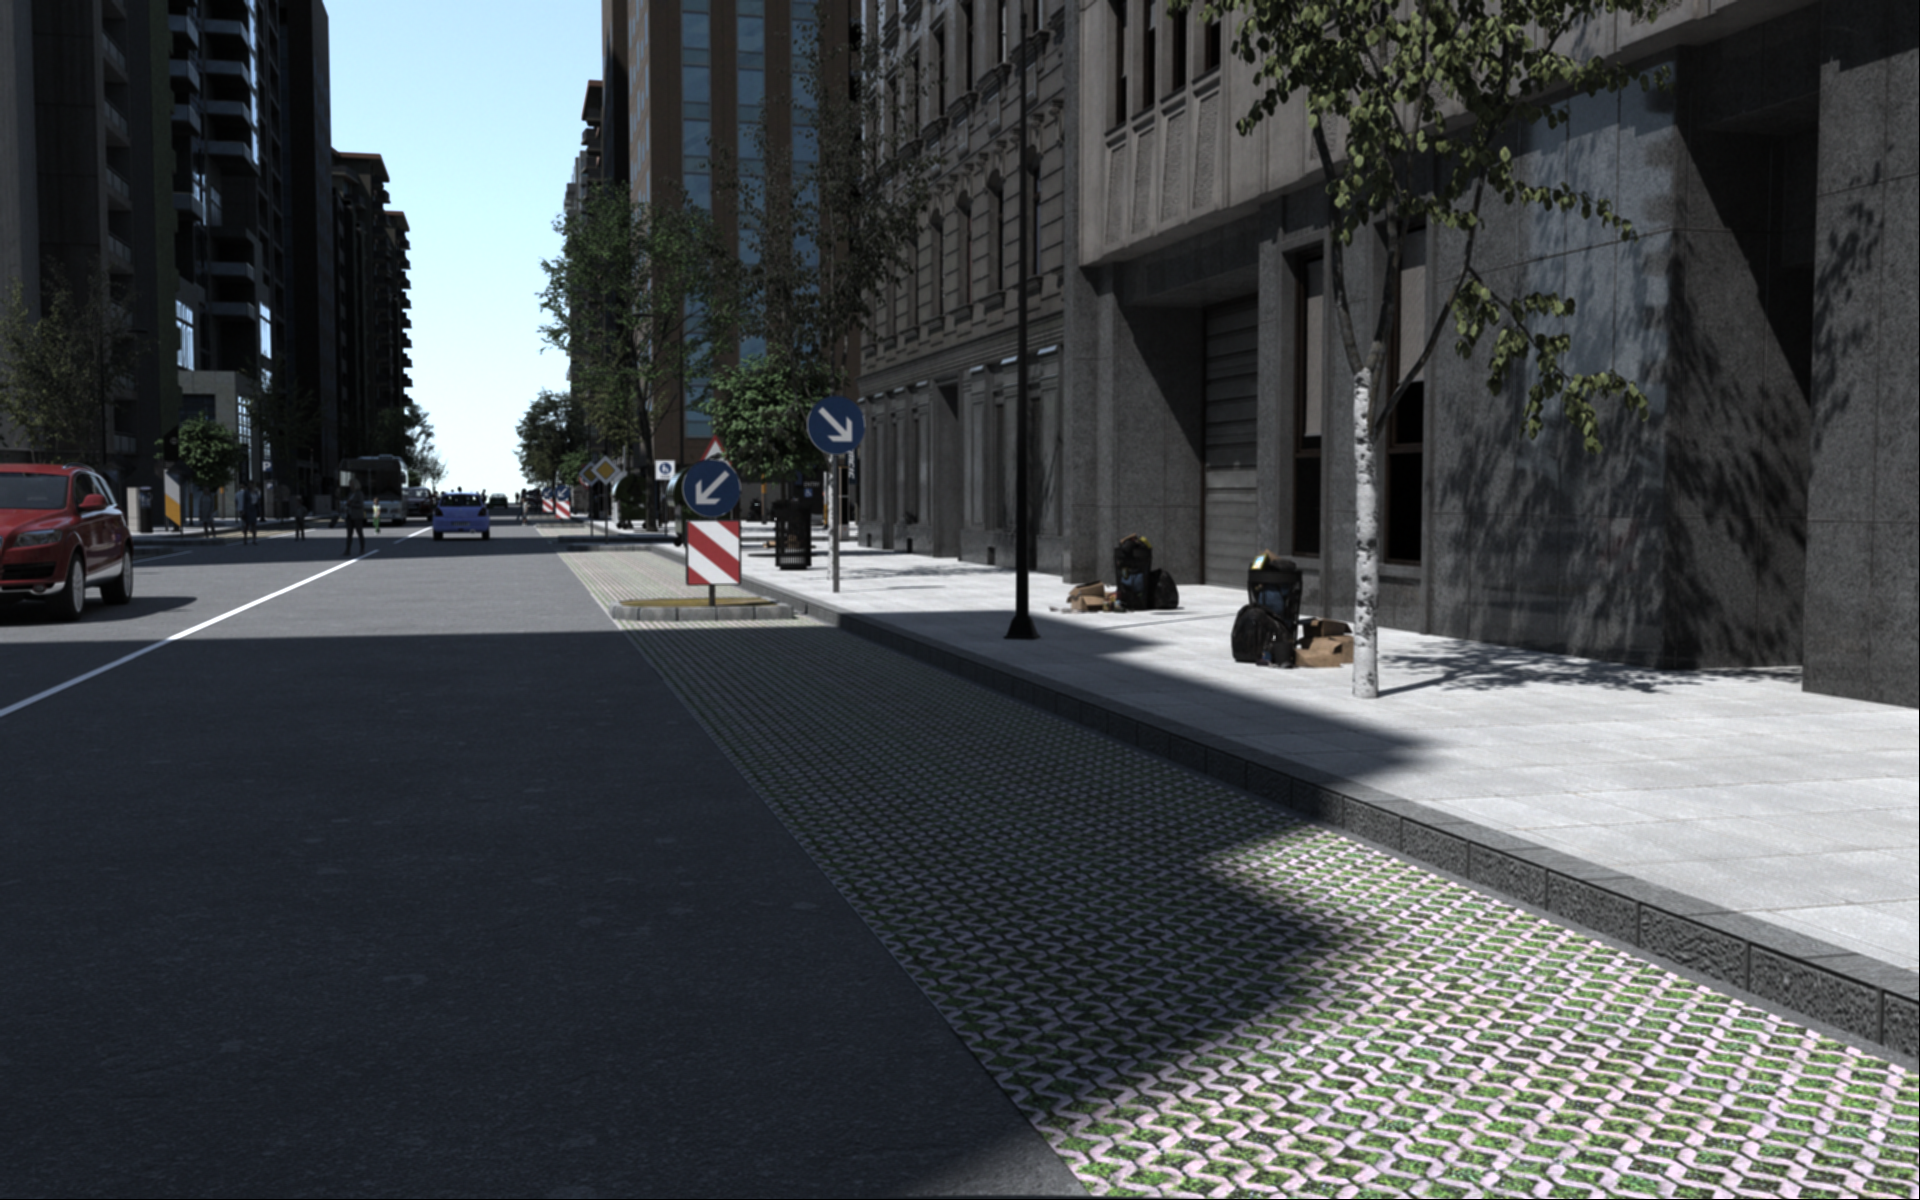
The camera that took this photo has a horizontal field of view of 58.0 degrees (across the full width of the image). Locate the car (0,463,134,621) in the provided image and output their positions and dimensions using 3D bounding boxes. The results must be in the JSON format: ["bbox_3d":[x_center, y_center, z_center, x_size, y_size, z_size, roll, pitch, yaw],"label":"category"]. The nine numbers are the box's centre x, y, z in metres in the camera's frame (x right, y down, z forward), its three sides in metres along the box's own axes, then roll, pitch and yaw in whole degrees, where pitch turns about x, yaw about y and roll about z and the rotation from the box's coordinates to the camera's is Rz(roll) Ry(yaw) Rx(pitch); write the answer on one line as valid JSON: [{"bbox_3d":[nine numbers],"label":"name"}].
[{"bbox_3d":[-11.403,-0.747,20.882,2.281,1.827,5.304,-1,4,-16],"label":"car"}]

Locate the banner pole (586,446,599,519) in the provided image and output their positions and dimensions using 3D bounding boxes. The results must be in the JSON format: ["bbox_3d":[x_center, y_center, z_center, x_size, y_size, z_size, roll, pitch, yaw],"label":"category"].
[{"bbox_3d":[-19.177,-6.148,90.542,0.863,3.779,0.401,2,4,30],"label":"banner pole"}]

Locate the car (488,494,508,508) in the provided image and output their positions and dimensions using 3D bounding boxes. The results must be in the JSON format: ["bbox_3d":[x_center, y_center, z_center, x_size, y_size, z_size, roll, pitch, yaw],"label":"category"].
[{"bbox_3d":[-46.201,-10.064,173.334,1.959,1.807,4.718,-1,4,-15],"label":"car"}]

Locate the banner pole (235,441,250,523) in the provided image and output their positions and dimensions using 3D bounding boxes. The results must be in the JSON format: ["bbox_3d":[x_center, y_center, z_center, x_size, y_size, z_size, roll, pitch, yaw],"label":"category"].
[{"bbox_3d":[-31.411,-5.238,75.650,0.863,3.779,0.401,0,4,4],"label":"banner pole"}]

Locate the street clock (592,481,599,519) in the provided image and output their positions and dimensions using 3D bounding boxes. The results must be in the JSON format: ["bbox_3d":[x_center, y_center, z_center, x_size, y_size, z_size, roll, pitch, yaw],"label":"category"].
[{"bbox_3d":[-18.709,-5.150,88.777,0.358,2.002,0.471,2,4,28],"label":"street clock"}]

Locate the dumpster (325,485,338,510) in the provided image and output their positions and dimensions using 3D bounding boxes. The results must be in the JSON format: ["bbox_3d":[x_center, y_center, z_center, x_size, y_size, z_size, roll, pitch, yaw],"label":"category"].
[{"bbox_3d":[-41.508,-6.685,115.062,1.264,1.857,1.865,-1,4,-14],"label":"dumpster"}]

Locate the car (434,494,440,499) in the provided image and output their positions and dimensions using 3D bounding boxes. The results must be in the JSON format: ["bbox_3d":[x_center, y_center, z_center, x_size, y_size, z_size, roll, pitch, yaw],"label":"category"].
[{"bbox_3d":[-65.157,-12.513,214.815,2.015,1.641,3.980,-1,4,-14],"label":"car"}]

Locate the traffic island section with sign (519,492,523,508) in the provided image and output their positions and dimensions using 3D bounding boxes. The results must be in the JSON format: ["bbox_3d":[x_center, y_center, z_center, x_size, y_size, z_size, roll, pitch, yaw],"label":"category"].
[{"bbox_3d":[-36.563,-8.549,148.402,1.989,1.847,2.006,-1,4,-15],"label":"traffic island section with sign"}]

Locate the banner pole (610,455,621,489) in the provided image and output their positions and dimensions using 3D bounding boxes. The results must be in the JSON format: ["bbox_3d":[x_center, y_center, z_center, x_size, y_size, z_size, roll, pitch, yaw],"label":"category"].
[{"bbox_3d":[-20.753,-7.017,104.742,0.863,3.779,0.401,-1,4,-11],"label":"banner pole"}]

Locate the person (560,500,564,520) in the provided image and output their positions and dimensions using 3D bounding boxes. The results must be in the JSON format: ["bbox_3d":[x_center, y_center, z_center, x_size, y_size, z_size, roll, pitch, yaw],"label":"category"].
[{"bbox_3d":[-21.805,-4.998,94.885,0.362,1.253,0.373,3,5,41],"label":"person"}]

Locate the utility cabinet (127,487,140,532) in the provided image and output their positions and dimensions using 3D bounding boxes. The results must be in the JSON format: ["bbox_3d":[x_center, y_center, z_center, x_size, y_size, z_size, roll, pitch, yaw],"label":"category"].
[{"bbox_3d":[-27.839,-3.053,58.600,0.318,1.500,1.173,-3,5,-39],"label":"utility cabinet"}]

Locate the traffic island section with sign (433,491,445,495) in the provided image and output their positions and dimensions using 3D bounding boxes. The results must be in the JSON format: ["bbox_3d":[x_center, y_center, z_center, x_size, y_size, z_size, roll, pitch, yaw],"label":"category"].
[{"bbox_3d":[-68.283,-13.287,225.873,1.989,1.847,2.006,-1,4,-15],"label":"traffic island section with sign"}]

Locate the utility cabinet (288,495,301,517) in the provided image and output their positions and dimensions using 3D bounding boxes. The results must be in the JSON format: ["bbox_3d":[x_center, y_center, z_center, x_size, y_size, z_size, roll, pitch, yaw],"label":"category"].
[{"bbox_3d":[-36.520,-5.136,95.132,1.020,1.237,0.306,3,5,44],"label":"utility cabinet"}]

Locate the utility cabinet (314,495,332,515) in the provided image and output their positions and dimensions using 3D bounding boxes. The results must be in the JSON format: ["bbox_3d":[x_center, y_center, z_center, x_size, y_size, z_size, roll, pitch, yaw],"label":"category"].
[{"bbox_3d":[-38.928,-5.786,105.766,1.020,1.237,0.306,-3,5,-44],"label":"utility cabinet"}]

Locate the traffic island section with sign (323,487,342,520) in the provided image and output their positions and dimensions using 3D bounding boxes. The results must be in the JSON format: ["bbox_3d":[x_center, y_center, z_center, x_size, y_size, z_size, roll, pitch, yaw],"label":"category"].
[{"bbox_3d":[-34.741,-5.431,97.418,1.989,1.847,2.006,-1,4,-15],"label":"traffic island section with sign"}]

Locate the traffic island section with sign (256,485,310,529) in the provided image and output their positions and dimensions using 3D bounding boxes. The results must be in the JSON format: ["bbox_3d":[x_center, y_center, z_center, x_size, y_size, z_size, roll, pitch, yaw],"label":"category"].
[{"bbox_3d":[-27.918,-3.835,71.338,1.989,1.847,2.006,-1,4,-15],"label":"traffic island section with sign"}]

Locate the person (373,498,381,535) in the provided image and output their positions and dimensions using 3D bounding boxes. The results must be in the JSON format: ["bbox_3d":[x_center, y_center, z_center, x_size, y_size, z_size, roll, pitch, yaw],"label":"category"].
[{"bbox_3d":[-20.395,-2.927,60.611,0.306,1.304,0.590,0,4,2],"label":"person"}]

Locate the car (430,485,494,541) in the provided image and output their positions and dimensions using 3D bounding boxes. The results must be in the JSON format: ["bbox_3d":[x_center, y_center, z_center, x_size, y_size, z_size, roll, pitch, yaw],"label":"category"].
[{"bbox_3d":[-15.739,-2.760,54.714,1.945,1.707,3.694,-1,4,-15],"label":"car"}]

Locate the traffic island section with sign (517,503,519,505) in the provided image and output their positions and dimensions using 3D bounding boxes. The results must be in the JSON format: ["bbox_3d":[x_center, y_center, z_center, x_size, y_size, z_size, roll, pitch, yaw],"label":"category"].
[{"bbox_3d":[-43.472,-10.168,174.871,1.989,1.847,2.006,-1,4,-15],"label":"traffic island section with sign"}]

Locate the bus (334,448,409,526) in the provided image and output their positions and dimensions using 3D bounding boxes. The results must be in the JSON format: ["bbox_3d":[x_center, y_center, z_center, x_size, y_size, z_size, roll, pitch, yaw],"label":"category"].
[{"bbox_3d":[-27.244,-5.257,80.818,2.948,3.499,13.247,-1,4,-16],"label":"bus"}]

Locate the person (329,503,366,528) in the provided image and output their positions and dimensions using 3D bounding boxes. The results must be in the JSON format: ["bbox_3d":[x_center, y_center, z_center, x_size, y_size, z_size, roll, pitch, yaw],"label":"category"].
[{"bbox_3d":[-25.773,-3.922,72.841,1.509,1.804,0.699,-2,4,-27],"label":"person"}]

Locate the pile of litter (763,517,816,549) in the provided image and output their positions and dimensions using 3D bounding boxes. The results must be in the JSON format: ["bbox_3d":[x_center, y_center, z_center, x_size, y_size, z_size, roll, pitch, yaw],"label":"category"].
[{"bbox_3d":[-4.064,-1.672,41.303,1.176,0.858,1.719,-1,4,-20],"label":"pile of litter"}]

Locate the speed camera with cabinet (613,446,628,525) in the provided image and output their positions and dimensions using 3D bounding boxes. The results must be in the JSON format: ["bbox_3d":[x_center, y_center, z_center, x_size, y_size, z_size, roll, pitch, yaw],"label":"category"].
[{"bbox_3d":[-14.011,-4.719,71.493,0.660,3.252,2.038,-1,4,-10],"label":"speed camera with cabinet"}]

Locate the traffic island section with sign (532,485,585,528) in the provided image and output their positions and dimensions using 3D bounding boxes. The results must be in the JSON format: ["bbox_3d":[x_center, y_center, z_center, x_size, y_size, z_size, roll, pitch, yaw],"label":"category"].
[{"bbox_3d":[-17.038,-3.978,73.668,1.989,1.847,2.006,-1,4,-15],"label":"traffic island section with sign"}]

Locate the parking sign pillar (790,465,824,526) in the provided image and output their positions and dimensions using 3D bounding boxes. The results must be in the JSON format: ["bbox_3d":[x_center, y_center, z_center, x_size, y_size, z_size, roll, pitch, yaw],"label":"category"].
[{"bbox_3d":[-6.140,-4.929,69.061,1.447,3.967,1.447,-2,4,-29],"label":"parking sign pillar"}]

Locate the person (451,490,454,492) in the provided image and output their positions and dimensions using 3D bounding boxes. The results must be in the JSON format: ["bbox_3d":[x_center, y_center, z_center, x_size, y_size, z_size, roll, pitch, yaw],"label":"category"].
[{"bbox_3d":[-44.298,-8.735,151.313,0.705,1.824,1.348,-2,4,-28],"label":"person"}]

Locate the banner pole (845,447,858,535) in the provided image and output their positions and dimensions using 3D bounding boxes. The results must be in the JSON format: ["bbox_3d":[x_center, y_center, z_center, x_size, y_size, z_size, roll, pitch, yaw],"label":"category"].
[{"bbox_3d":[-3.278,-3.935,54.354,0.863,3.779,0.401,2,4,29],"label":"banner pole"}]

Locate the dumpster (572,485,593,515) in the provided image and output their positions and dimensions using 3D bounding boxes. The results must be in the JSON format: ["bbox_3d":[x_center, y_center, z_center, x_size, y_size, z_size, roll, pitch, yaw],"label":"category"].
[{"bbox_3d":[-23.346,-6.216,107.393,1.264,1.857,1.865,-1,4,-15],"label":"dumpster"}]

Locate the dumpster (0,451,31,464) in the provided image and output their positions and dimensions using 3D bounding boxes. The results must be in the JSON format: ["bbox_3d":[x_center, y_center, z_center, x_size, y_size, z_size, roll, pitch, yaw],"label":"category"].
[{"bbox_3d":[-21.682,-2.244,39.186,1.502,2.255,1.985,-1,4,-15],"label":"dumpster"}]

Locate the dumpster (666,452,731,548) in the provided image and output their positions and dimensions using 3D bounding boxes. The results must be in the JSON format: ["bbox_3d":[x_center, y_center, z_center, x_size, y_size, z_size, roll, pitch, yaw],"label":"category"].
[{"bbox_3d":[-6.186,-2.383,41.459,1.502,2.255,1.985,-1,4,-15],"label":"dumpster"}]

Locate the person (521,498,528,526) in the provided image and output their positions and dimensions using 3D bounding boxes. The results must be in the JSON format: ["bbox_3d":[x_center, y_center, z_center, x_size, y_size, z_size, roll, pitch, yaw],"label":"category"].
[{"bbox_3d":[-19.734,-3.997,78.538,0.352,1.250,0.332,0,4,8],"label":"person"}]

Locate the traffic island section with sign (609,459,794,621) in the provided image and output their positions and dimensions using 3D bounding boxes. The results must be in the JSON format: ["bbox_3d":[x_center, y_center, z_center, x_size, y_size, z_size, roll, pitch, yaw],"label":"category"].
[{"bbox_3d":[-3.100,-0.716,20.337,1.989,1.847,2.006,-1,4,-15],"label":"traffic island section with sign"}]

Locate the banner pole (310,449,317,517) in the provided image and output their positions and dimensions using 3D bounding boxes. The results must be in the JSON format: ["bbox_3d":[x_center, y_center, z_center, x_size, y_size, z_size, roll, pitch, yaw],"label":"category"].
[{"bbox_3d":[-36.185,-6.528,96.748,0.401,3.779,0.863,-1,4,-12],"label":"banner pole"}]

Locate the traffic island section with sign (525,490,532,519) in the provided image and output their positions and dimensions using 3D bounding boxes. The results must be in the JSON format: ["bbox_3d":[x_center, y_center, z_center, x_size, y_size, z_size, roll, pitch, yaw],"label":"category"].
[{"bbox_3d":[-23.979,-5.601,100.209,1.989,1.847,2.006,-1,4,-15],"label":"traffic island section with sign"}]

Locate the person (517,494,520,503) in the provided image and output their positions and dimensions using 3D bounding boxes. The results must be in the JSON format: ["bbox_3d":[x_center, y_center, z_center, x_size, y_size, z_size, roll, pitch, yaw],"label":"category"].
[{"bbox_3d":[-70.988,-16.444,278.279,0.530,1.710,0.541,-3,5,-43],"label":"person"}]

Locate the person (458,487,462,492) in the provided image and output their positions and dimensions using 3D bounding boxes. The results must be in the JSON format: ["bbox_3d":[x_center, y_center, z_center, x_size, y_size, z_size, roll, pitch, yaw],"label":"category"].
[{"bbox_3d":[-25.068,-4.793,87.055,0.721,1.800,0.419,-2,4,-27],"label":"person"}]

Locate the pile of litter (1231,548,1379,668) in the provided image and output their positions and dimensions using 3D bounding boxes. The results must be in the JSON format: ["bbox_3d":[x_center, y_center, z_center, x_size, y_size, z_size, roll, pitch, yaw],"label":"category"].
[{"bbox_3d":[2.707,0.028,13.511,1.176,0.858,1.719,3,4,37],"label":"pile of litter"}]

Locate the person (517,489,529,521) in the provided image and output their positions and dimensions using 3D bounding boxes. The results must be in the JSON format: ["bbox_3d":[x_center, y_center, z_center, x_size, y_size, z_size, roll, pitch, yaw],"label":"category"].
[{"bbox_3d":[-23.376,-5.088,92.529,0.643,1.720,0.563,-1,4,-8],"label":"person"}]

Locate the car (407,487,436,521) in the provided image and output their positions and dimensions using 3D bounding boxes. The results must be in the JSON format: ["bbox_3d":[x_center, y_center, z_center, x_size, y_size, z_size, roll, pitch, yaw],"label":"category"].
[{"bbox_3d":[-29.083,-5.120,92.377,2.281,1.827,5.304,-1,4,-14],"label":"car"}]

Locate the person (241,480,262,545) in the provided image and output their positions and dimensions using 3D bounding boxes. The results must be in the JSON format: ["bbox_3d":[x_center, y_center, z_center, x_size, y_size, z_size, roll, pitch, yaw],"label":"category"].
[{"bbox_3d":[-20.048,-2.473,48.965,0.581,1.822,0.654,-3,4,-37],"label":"person"}]

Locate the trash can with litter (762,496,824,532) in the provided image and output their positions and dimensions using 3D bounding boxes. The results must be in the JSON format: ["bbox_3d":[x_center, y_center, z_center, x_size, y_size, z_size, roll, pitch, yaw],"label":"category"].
[{"bbox_3d":[-5.809,-2.929,58.945,2.233,1.210,1.678,3,5,42],"label":"trash can with litter"}]

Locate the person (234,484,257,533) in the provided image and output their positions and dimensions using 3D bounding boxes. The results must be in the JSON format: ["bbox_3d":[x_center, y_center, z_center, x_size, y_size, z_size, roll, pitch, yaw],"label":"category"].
[{"bbox_3d":[-26.136,-3.340,63.292,0.721,1.800,0.419,0,4,3],"label":"person"}]

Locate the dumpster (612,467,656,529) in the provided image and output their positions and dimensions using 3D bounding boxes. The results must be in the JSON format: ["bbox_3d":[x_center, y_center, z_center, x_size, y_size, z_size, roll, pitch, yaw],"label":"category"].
[{"bbox_3d":[-11.919,-3.725,63.401,1.502,2.255,1.985,-1,4,-15],"label":"dumpster"}]

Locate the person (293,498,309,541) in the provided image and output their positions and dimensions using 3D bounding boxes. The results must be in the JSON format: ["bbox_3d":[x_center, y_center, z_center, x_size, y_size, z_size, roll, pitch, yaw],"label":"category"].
[{"bbox_3d":[-20.273,-2.476,53.249,0.475,1.303,0.640,-1,4,-11],"label":"person"}]

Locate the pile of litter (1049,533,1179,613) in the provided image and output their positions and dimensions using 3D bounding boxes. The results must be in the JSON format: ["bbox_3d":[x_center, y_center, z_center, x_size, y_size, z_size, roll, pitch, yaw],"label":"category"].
[{"bbox_3d":[1.722,-0.325,19.272,1.719,0.858,1.176,-2,4,-23],"label":"pile of litter"}]

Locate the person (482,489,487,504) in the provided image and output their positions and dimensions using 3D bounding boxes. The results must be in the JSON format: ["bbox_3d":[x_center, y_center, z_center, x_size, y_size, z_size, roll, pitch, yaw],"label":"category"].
[{"bbox_3d":[-39.437,-8.290,143.901,0.599,1.838,0.709,-1,4,-13],"label":"person"}]

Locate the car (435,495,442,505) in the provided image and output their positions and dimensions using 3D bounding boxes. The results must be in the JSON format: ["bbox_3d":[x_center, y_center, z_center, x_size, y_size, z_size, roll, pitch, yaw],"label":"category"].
[{"bbox_3d":[-50.283,-9.520,168.232,1.945,1.354,3.894,-1,4,-16],"label":"car"}]

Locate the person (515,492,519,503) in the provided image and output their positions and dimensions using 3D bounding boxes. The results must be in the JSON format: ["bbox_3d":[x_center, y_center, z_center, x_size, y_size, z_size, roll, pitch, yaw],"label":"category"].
[{"bbox_3d":[-68.140,-15.727,266.454,0.721,1.723,1.217,1,4,11],"label":"person"}]
